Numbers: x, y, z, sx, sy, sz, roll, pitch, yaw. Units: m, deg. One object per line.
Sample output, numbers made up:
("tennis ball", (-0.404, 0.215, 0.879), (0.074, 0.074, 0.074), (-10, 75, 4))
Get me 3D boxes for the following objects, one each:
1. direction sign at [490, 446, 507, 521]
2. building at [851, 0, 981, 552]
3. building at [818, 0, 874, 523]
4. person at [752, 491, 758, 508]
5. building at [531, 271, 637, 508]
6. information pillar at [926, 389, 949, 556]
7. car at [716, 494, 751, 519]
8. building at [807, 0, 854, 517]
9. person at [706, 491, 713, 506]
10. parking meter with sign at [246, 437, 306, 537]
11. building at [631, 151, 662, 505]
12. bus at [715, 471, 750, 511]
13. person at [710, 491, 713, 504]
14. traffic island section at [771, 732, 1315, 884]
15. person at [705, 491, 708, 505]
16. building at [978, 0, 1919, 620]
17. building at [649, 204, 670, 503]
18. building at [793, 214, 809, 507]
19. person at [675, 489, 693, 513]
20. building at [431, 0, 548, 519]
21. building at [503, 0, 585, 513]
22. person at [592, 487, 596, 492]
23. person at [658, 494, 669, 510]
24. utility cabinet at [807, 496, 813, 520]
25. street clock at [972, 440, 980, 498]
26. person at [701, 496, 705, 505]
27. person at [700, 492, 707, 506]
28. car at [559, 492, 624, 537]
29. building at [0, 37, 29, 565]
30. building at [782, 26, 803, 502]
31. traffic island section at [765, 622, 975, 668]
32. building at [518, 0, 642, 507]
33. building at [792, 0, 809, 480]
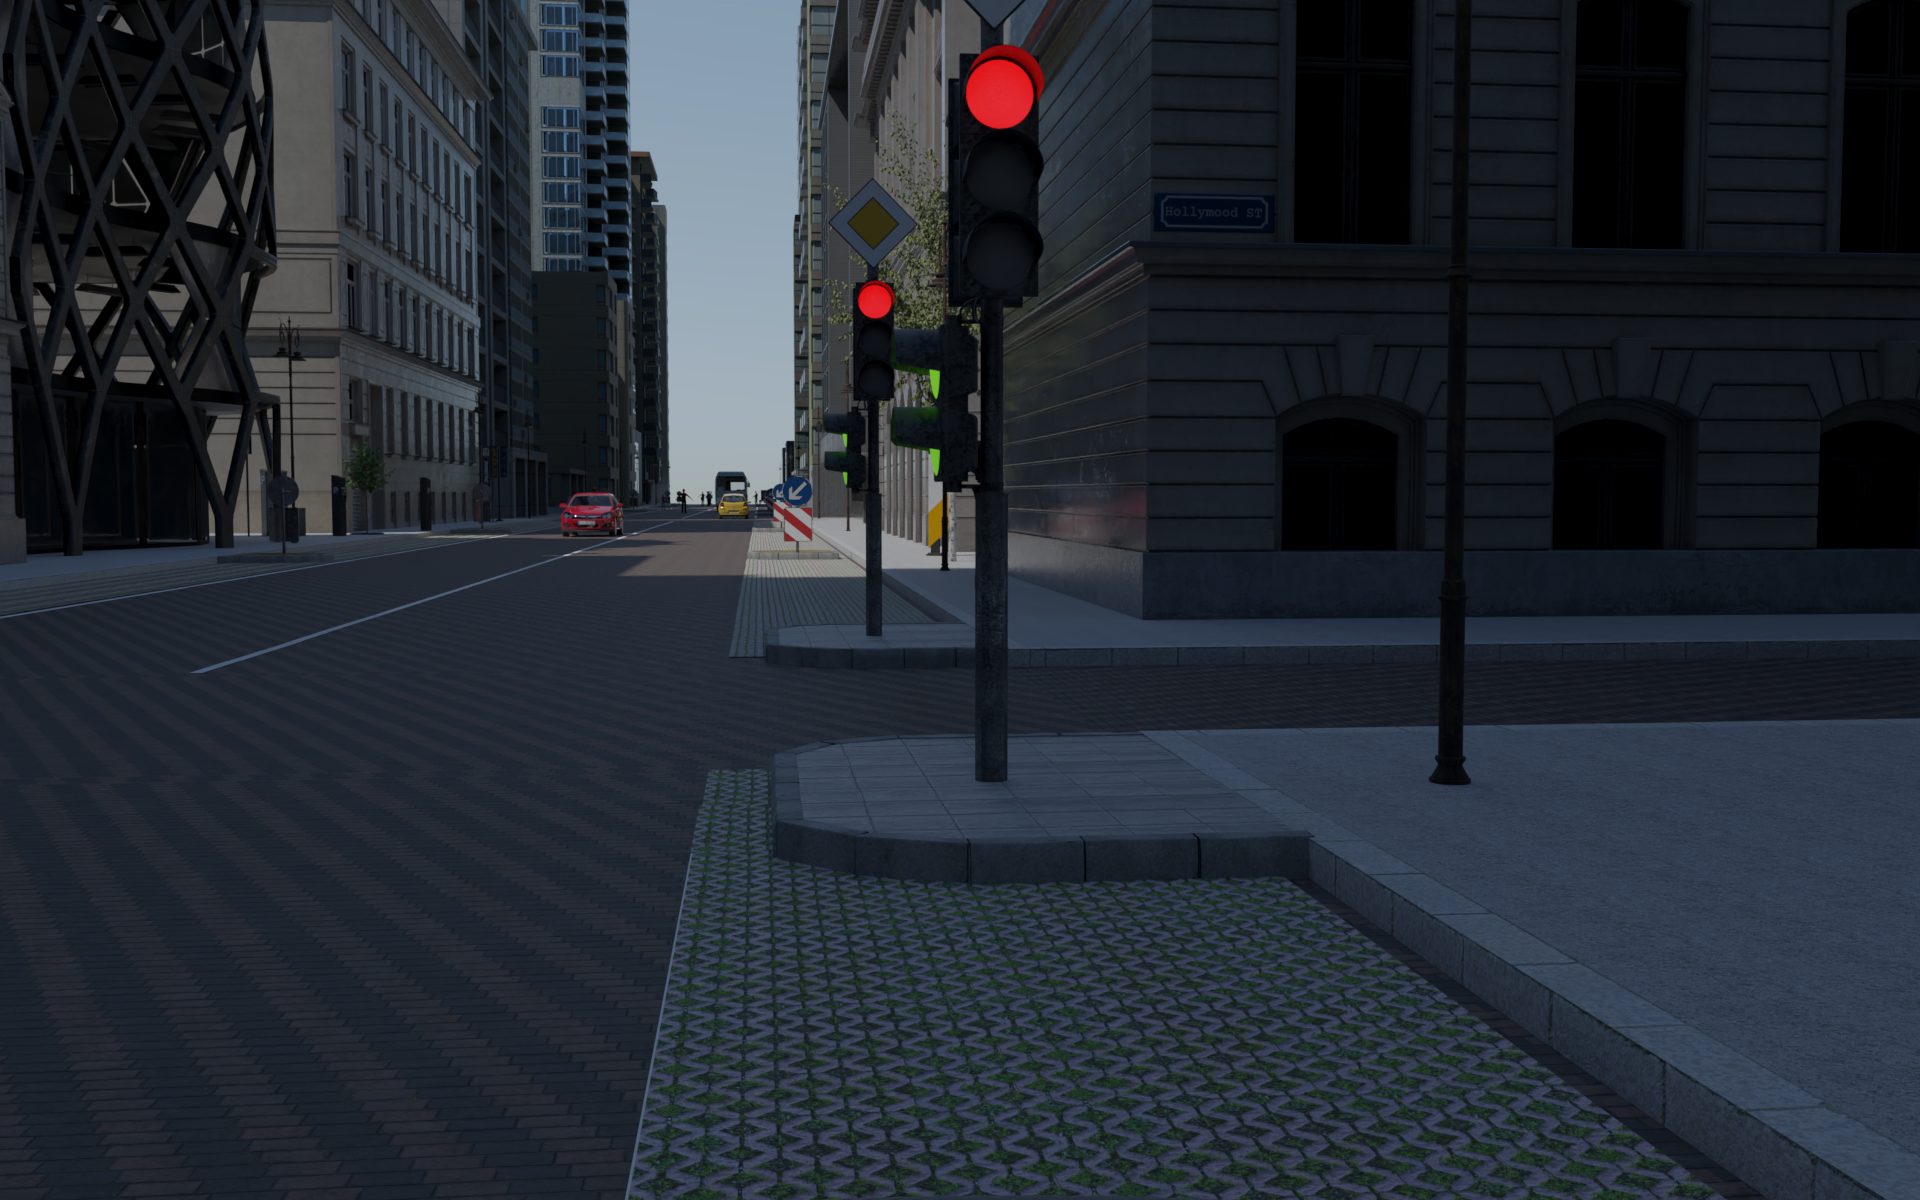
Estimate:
("direction sign", (-21.743, -5.484, 81.667), (0.876, 3.537, 0.379), (-3, 5, -44))
("building", (4.169, -12.715, 49.688), (13.314, 21.916, 24.055), (0, 4, -7))
("building", (1.400, -15.743, 76.470), (14.314, 24.678, 30.058), (0, 4, -7))
("person", (-21.493, -10.566, 181.705), (0.568, 1.767, 0.683), (0, 4, 1))
("building", (-42.744, -18.516, 147.769), (27.650, 21.520, 28.899), (0, 4, -7))
("information pillar", (-0.436, -2.720, 35.829), (0.504, 3.616, 0.183), (2, 4, 24))
("car", (-13.005, -5.461, 99.515), (2.015, 1.641, 3.980), (0, 4, -8))
("building", (-1.943, -25.575, 101.743), (14.154, 41.232, 14.086), (0, 4, -7))
("person", (-30.282, -12.274, 209.169), (0.705, 1.826, 1.348), (2, 4, 30))
("parking meter with sign", (-20.821, -3.447, 52.618), (1.738, 3.016, 0.543), (-3, 5, -45))
("building", (-48.887, -34.282, 215.134), (22.147, 44.769, 28.867), (0, 4, -7))
("bus", (-19.263, -9.273, 146.471), (2.948, 3.499, 13.247), (0, 4, -7))
("person", (-35.341, -14.576, 246.685), (0.599, 1.838, 0.709), (0, 4, -2))
("traffic island section", (0.163, 0.887, 7.779), (2.009, 0.180, 2.903), (0, 4, -7))
("person", (-31.853, -12.835, 218.495), (0.705, 1.807, 1.348), (-2, 4, -26))
("building", (18.082, -12.528, 23.922), (34.723, 24.649, 14.460), (0, 4, -7))
("building", (-47.404, -33.863, 237.252), (14.154, 41.232, 14.086), (0, 4, -7))
("building", (-10.395, -25.059, 181.414), (14.160, 30.474, 14.107), (0, 4, -7))
("person", (-20.573, -7.380, 129.096), (1.348, 1.831, 0.705), (0, 4, 3))
("building", (-34.611, -40.310, 97.323), (20.563, 71.187, 20.611), (0, 4, -7))
("building", (-43.083, -26.191, 120.102), (32.217, 40.220, 23.993), (0, 4, -7))
("person", (-19.649, -5.171, 93.122), (0.705, 1.814, 1.350), (2, 4, 32))
("person", (-26.382, -8.705, 154.058), (0.991, 1.433, 0.599), (-1, 4, -15))
("utility cabinet", (-7.391, -4.550, 85.546), (0.306, 1.237, 1.020), (0, 4, -6))
("street clock", (0.328, -1.148, 23.345), (0.471, 2.002, 0.358), (-3, 5, -42))
("person", (-32.232, -12.553, 216.978), (0.421, 1.427, 0.697), (2, 4, 25))
("person", (-30.167, -11.852, 202.998), (1.217, 1.735, 0.721), (0, 4, 0))
("car", (-12.608, -3.086, 59.502), (2.155, 1.783, 4.494), (0, 4, -6))
("building", (-21.030, -9.636, 22.172), (10.561, 19.102, 19.286), (0, 4, -7))
("building", (-12.822, -56.304, 233.234), (22.319, 86.520, 31.000), (0, 4, -7))
("traffic island section", (-0.757, 0.402, 15.712), (2.009, 0.180, 2.903), (0, 4, -7))
("building", (-45.234, -53.291, 183.971), (22.319, 86.520, 31.000), (0, 4, -7))
("building", (-2.755, -32.545, 151.713), (23.786, 49.044, 30.456), (0, 4, -7))
